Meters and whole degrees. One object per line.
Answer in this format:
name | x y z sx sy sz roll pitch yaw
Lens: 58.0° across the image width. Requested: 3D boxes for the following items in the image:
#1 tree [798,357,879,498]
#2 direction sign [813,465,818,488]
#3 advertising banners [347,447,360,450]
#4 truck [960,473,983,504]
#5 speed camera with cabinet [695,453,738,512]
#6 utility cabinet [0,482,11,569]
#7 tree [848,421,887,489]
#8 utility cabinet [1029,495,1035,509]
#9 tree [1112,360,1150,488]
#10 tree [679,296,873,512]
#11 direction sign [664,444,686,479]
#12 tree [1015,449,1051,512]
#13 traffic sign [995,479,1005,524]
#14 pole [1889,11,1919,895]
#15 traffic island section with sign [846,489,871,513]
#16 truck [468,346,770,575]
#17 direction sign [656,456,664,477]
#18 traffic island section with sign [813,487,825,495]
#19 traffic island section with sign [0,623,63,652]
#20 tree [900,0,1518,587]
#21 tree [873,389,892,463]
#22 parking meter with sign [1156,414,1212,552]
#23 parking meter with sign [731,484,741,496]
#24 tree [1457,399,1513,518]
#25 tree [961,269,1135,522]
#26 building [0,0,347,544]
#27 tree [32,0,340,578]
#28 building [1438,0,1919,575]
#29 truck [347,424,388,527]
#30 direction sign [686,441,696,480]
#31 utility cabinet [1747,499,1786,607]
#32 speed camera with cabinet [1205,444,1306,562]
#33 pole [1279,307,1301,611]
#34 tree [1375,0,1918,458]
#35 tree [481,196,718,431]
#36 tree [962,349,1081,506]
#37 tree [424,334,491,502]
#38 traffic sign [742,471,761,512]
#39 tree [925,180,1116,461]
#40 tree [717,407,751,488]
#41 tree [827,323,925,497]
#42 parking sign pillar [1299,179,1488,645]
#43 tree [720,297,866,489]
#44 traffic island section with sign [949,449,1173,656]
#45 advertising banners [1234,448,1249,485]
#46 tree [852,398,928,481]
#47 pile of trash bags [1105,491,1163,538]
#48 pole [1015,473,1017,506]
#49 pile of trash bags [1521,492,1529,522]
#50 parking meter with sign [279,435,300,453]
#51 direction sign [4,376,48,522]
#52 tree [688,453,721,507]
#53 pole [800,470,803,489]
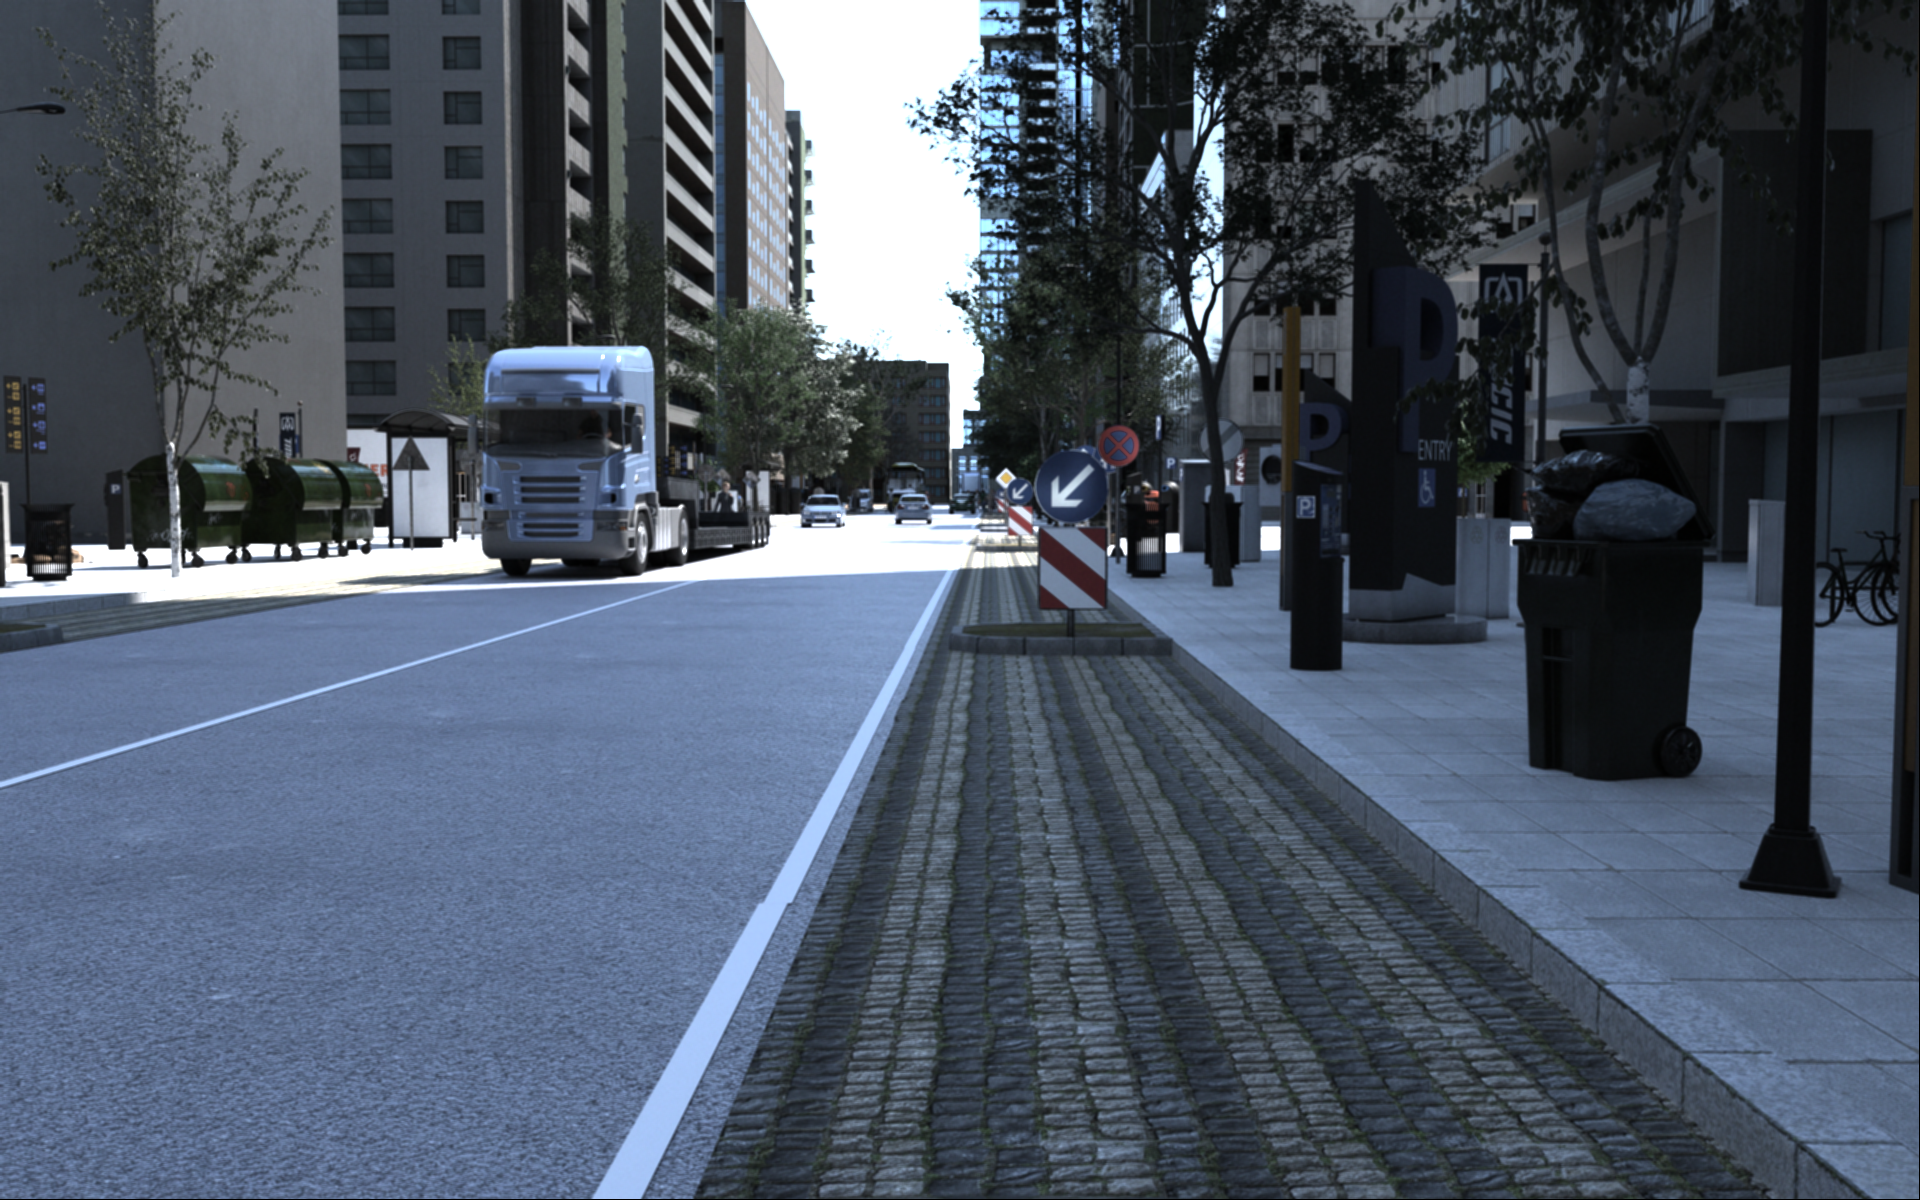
tree | -10.575 -13.816 144.016 7.486 12.596 7.792 0 3 0
direction sign | -10.435 -8.141 125.099 0.379 3.537 0.876 -2 4 -31
advertising banners | -23.516 -4.204 64.919 2.074 3.025 0.090 0 4 -7
truck | 1.360 -13.523 210.856 2.967 4.110 18.799 0 4 1
speed camera with cabinet | -11.779 -5.452 83.478 2.038 3.252 0.660 -1 4 -14
utility cabinet | -16.632 -1.258 29.249 1.173 1.500 0.318 1 4 15
tree | -9.220 -13.280 167.486 4.360 8.622 3.978 0 3 0
utility cabinet | 5.851 -8.142 144.287 1.020 1.237 0.306 1 4 9
tree | 9.542 -8.437 88.308 4.360 8.622 3.978 0 3 0
tree | -10.813 -10.107 91.005 9.928 11.665 9.643 0 3 0
direction sign | -12.667 -5.248 77.797 0.876 3.537 0.379 0 4 5
tree | 5.623 -8.662 125.342 4.285 4.588 4.351 0 3 0
traffic sign | 1.892 -4.286 73.724 0.795 2.450 0.064 0 4 1
pole | 3.140 -0.714 5.525 0.158 3.312 0.155 0 3 0
traffic island section with sign | -7.648 -7.312 128.172 1.989 1.847 2.006 0 4 1
truck | -6.594 -2.916 37.437 2.967 4.110 18.799 0 4 2
direction sign | -17.823 -6.833 103.720 0.876 3.537 0.379 -3 5 -44
traffic island section with sign | -8.132 -5.602 100.214 1.989 1.847 2.006 0 4 1
traffic island section with sign | -9.627 -0.461 16.162 1.989 1.847 2.006 0 4 1
tree | 3.610 -5.488 24.135 8.767 10.594 7.601 -1 4 -11
tree | -10.060 -14.151 157.128 9.928 11.665 9.643 0 3 0
parking meter with sign | 5.229 -2.568 38.243 1.738 3.016 0.543 0 4 -6
parking meter with sign | -16.637 -8.081 128.392 1.738 3.016 0.543 -1 4 -20
tree | 17.267 -4.630 59.421 4.285 4.588 4.351 0 3 0
tree | 4.214 -9.440 80.104 9.928 11.665 9.643 0 3 0
building | -31.988 -15.725 50.614 24.014 27.812 14.314 0 4 1
tree | -11.861 -4.637 26.183 4.360 8.622 3.978 0 3 0
building | 25.338 -26.950 29.872 28.713 52.752 27.495 0 4 1
truck | -26.534 -4.990 70.506 11.283 4.237 2.839 0 4 3
direction sign | -11.384 -5.030 74.241 0.379 3.537 0.876 0 4 -3
utility cabinet | 9.419 -0.555 20.231 0.306 1.237 1.020 1 4 19
speed camera with cabinet | 5.533 -2.339 32.576 0.660 3.252 2.038 -3 4 -39
pole | 3.617 -1.537 18.980 0.158 3.312 0.155 0 3 0
tree | 3.990 -3.647 9.986 4.360 8.622 3.978 0 3 0
tree | -11.560 -7.395 55.315 8.767 10.594 7.601 1 4 14
tree | 5.034 -14.122 137.556 9.857 13.997 8.962 0 3 0
tree | -22.115 -7.848 78.684 4.737 8.622 4.395 0 3 0
traffic sign | -8.900 -4.299 73.933 0.795 2.450 0.064 0 4 1
tree | 4.515 -15.347 106.813 12.611 20.169 13.585 0 3 0
tree | -18.660 -11.670 141.173 4.737 8.622 4.395 0 3 0
tree | -8.552 -20.374 188.997 12.611 20.169 13.585 0 3 0
parking sign pillar | 3.957 -1.644 15.353 1.447 3.967 1.447 3 5 40
tree | -10.994 -12.560 112.007 9.857 13.997 8.962 0 3 0
traffic island section with sign | 0.903 -0.463 16.202 1.989 1.847 2.006 0 4 1
advertising banners | 9.927 -4.266 65.944 2.074 3.025 0.090 0 4 4
tree | -9.130 -18.896 219.319 12.009 13.543 11.850 0 3 0
pile of trash bags | 5.127 -2.505 50.702 1.912 1.369 3.447 -1 4 -16
pole | 4.671 -9.221 144.609 0.158 3.312 0.155 0 3 0
pile of trash bags | 27.566 -4.273 79.614 3.447 1.369 1.912 1 4 10
parking meter with sign | -19.520 -3.283 49.933 0.543 3.016 1.738 0 4 -7
direction sign | -18.065 -2.542 33.555 0.379 3.537 0.876 2 4 23
tree | -11.776 -5.320 81.578 1.663 3.219 1.824 0 3 0
pole | -11.075 -7.774 120.954 0.158 3.312 0.155 0 3 0
